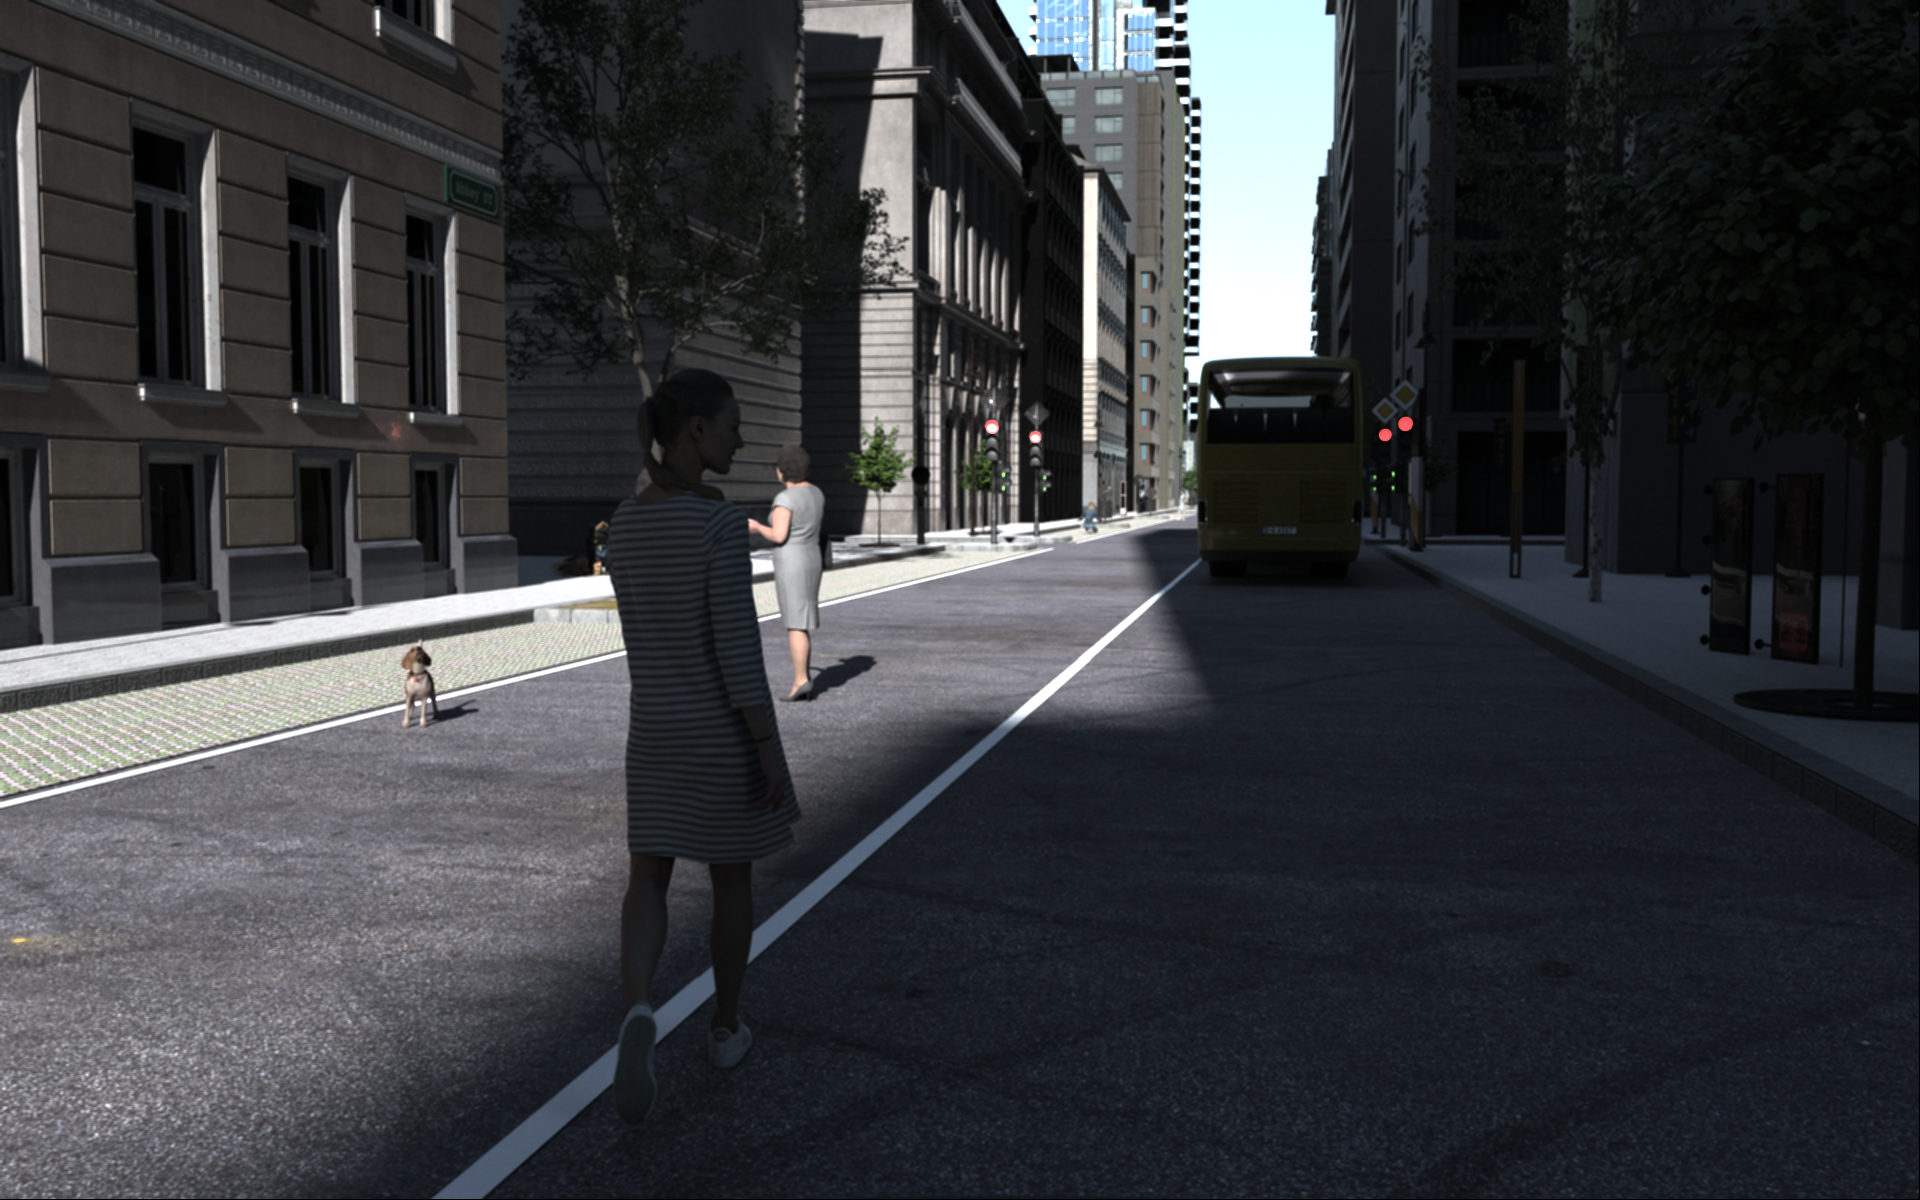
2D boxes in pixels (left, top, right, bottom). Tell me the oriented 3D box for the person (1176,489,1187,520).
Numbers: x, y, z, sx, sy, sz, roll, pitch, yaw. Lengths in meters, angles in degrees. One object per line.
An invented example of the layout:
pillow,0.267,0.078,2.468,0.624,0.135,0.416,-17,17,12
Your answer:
person,12.281,-5.265,95.594,0.522,1.701,0.512,3,5,44

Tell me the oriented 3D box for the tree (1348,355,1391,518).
tree,21.108,-8.579,90.635,4.737,8.622,4.395,0,3,0

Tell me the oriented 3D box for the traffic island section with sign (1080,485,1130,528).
traffic island section with sign,6.182,-3.962,73.407,1.989,1.847,2.006,1,4,10

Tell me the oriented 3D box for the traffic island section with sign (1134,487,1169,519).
traffic island section with sign,11.127,-5.619,100.500,1.989,1.847,2.006,1,4,10

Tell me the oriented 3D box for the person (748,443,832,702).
person,-1.169,-0.196,12.060,0.532,1.782,0.716,2,4,27

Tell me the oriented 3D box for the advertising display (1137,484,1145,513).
advertising display,12.018,-6.728,115.218,0.123,1.923,0.974,2,4,32

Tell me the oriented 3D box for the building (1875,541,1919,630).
building,17.199,-34.541,2.993,20.563,71.187,20.611,1,4,10

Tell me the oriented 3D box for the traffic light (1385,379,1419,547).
traffic light,10.831,-3.265,42.310,0.839,4.253,0.868,1,4,10

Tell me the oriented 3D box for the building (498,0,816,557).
building,-13.962,-12.965,40.852,19.941,23.489,11.050,1,4,10

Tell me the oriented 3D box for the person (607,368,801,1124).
person,-0.635,0.312,4.156,0.466,1.731,0.760,0,4,2

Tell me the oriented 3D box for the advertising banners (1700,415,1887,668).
advertising banners,6.385,-1.041,13.201,0.090,3.025,2.074,-1,4,-13

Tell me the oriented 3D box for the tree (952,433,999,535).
tree,0.827,-3.696,55.034,1.663,3.219,1.824,0,3,0

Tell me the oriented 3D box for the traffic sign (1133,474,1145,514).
traffic sign,11.605,-6.869,112.408,0.768,2.556,0.104,1,4,16

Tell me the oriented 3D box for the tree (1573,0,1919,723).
tree,5.451,-1.620,10.202,4.285,4.588,4.351,0,3,0

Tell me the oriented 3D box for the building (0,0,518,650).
building,-13.925,-13.978,14.442,13.634,28.700,20.117,1,4,10

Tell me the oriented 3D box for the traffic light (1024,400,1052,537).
traffic light,2.317,-3.856,51.961,0.839,4.253,0.868,1,4,10

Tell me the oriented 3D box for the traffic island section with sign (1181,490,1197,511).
traffic island section with sign,20.082,-8.614,149.458,1.989,1.847,2.006,1,4,10

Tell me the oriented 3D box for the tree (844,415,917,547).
tree,-2.023,-2.929,42.497,1.663,3.219,1.824,0,3,0

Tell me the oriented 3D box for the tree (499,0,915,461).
tree,-4.974,-5.767,28.703,8.767,10.594,7.601,-1,4,-12

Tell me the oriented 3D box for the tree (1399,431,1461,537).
tree,13.913,-3.514,52.059,1.663,3.219,1.824,0,3,0

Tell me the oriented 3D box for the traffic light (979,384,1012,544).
traffic light,0.881,-3.375,44.106,0.839,4.253,0.868,1,4,10

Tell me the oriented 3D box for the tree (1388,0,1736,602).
tree,7.326,-4.284,20.405,4.360,8.622,3.978,0,3,0

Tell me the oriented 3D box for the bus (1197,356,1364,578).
bus,6.010,-2.513,32.629,2.896,3.916,12.252,1,4,10

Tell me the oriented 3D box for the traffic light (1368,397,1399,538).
traffic light,12.267,-3.746,50.165,0.839,4.253,0.868,1,4,10

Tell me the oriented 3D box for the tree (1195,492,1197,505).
tree,28.284,-13.073,208.350,1.663,3.219,1.824,0,3,0

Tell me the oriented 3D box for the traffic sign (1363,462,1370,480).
traffic sign,15.433,-4.082,66.838,0.768,2.556,0.104,1,4,13

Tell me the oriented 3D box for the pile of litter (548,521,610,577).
pile of litter,-6.023,-0.839,27.679,1.176,0.858,1.719,1,4,10

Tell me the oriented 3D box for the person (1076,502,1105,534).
person,4.596,-2.933,61.955,1.012,1.151,0.738,2,4,24

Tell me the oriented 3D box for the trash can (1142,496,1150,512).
trash can,13.166,-6.782,122.543,0.748,1.137,0.748,0,3,0

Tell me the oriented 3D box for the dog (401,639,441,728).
dog,-3.368,0.519,10.805,0.540,0.507,0.406,3,4,37

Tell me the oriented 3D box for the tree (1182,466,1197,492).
tree,27.140,-13.337,201.767,4.285,4.588,4.351,0,3,0

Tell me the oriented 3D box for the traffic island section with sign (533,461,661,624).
traffic island section with sign,-3.590,-0.692,19.947,1.989,1.847,2.006,1,4,10

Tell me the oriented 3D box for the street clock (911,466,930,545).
street clock,-0.995,-2.414,44.043,0.471,2.002,0.358,0,4,1
